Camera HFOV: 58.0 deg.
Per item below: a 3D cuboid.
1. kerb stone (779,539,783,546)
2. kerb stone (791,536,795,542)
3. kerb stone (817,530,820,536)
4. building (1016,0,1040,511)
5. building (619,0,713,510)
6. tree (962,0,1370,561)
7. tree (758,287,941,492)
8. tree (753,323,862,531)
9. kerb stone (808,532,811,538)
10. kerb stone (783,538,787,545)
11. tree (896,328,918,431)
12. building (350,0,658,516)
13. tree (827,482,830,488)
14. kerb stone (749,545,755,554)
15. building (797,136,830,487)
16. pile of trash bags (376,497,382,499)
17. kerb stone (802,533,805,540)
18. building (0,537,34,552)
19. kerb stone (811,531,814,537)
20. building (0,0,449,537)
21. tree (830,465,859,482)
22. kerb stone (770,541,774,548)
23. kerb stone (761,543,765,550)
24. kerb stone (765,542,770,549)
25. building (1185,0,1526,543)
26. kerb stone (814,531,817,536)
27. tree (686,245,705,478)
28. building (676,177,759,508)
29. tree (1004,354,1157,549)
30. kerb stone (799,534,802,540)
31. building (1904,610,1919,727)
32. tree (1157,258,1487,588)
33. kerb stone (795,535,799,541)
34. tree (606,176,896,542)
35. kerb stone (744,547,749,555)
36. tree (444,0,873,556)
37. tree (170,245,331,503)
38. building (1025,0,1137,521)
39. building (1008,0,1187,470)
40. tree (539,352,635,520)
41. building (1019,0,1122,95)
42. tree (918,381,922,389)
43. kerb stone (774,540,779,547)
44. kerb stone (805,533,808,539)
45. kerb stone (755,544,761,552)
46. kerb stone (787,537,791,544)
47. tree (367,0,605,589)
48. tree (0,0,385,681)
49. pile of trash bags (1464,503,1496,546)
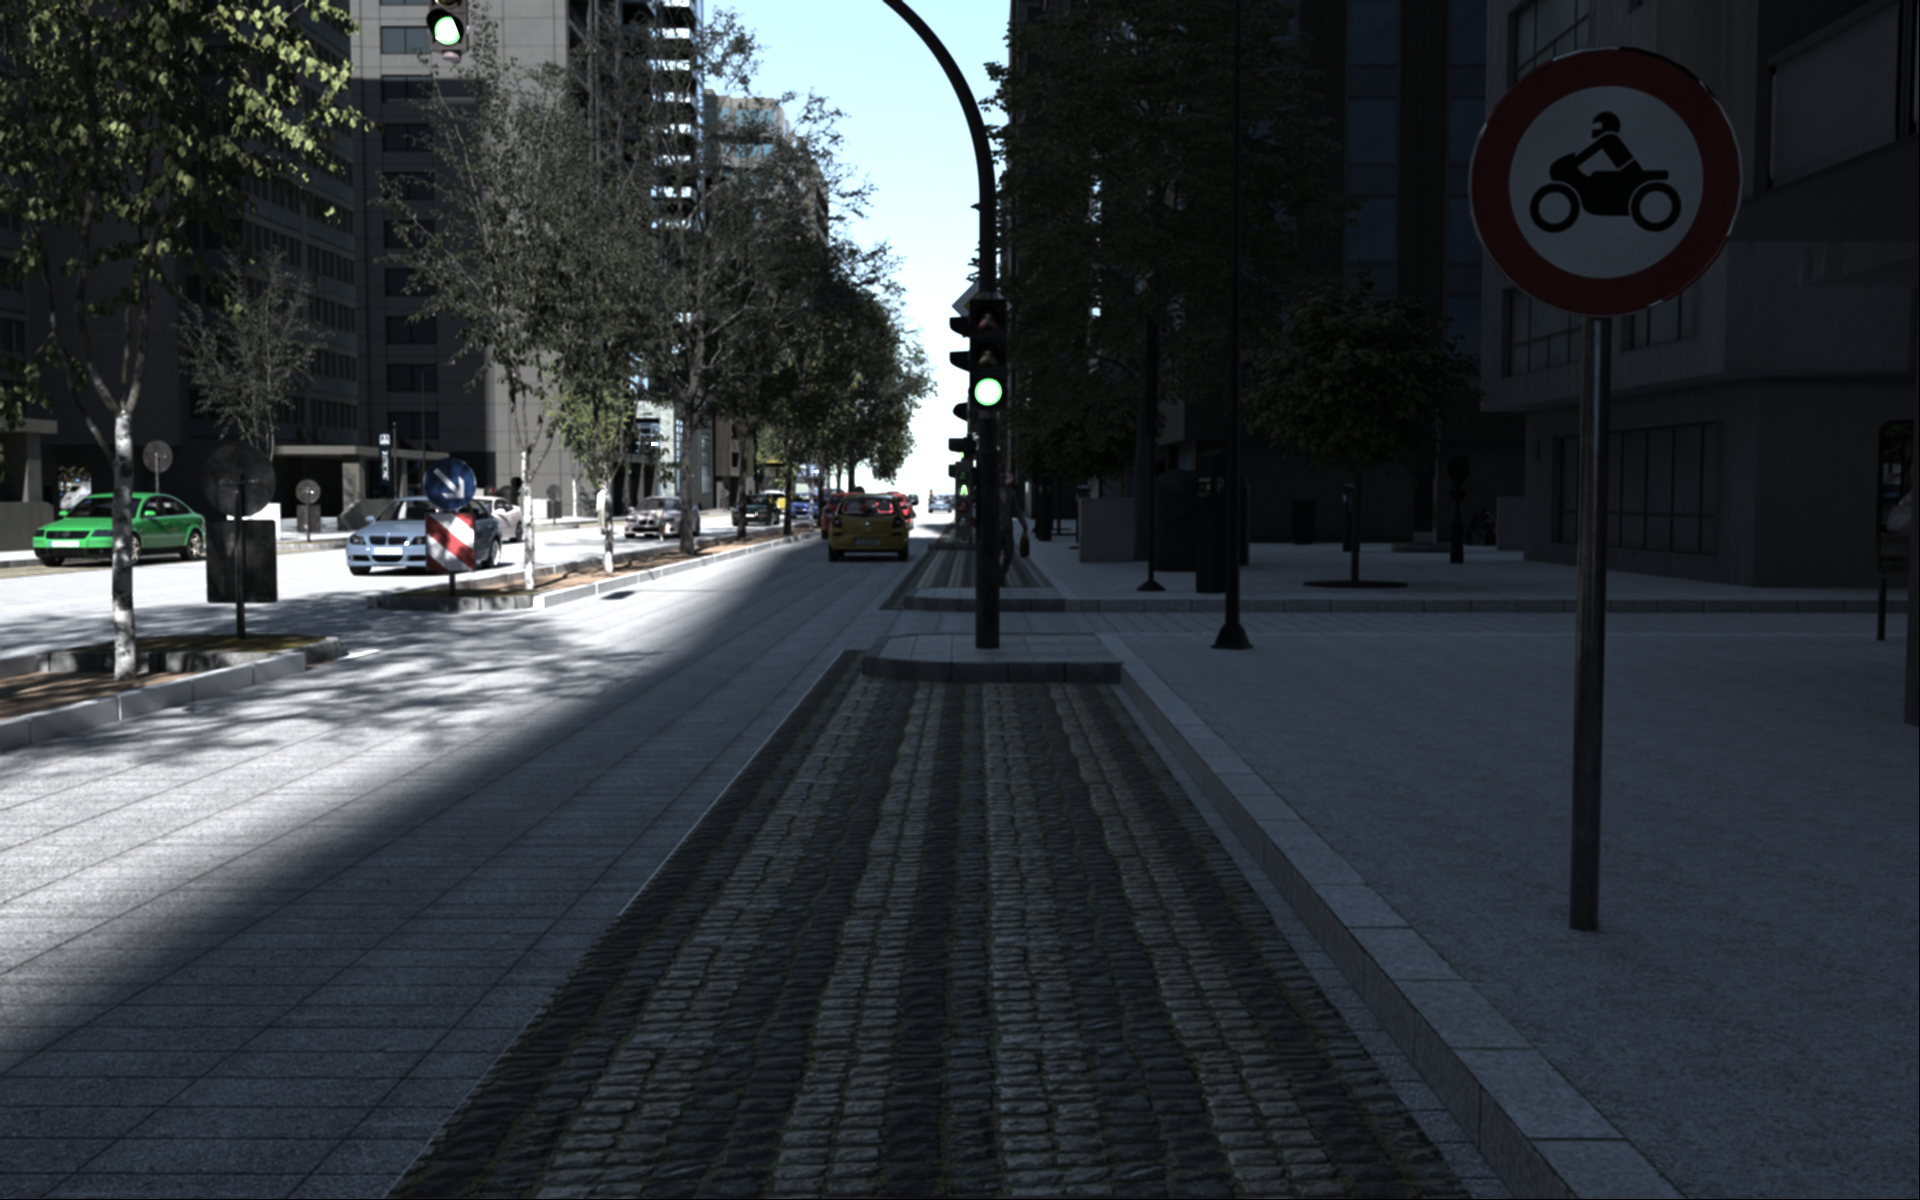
[{"bbox_3d":[-5.071,-1.571,47.876,0.120,0.150,1.000,0,4,0],"label":"kerb stone"},{"bbox_3d":[-5.049,-1.756,50.954,0.120,0.150,1.000,0,4,0],"label":"kerb stone"},{"bbox_3d":[-4.976,-2.261,59.158,0.120,0.150,1.000,0,4,0],"label":"kerb stone"},{"bbox_3d":[11.403,-27.667,135.945,14.154,41.232,14.086,0,4,0],"label":"building"},{"bbox_3d":[-30.779,-50.164,132.851,22.319,86.520,31.000,0,4,0],"label":"building"},{"bbox_3d":[3.950,-7.024,32.968,7.486,12.596,7.792,0,3,0],"label":"tree"},{"bbox_3d":[-5.852,-10.628,93.226,9.611,12.733,9.660,0,3,0],"label":"tree"},{"bbox_3d":[-5.692,-6.917,65.918,4.737,8.622,4.395,0,3,0],"label":"tree"},{"bbox_3d":[-5.004,-2.073,56.081,0.120,0.150,1.000,0,4,0],"label":"kerb stone"},{"bbox_3d":[-5.059,-1.628,48.909,0.120,0.150,1.000,0,4,0],"label":"kerb stone"},{"bbox_3d":[-6.037,-7.507,59.604,8.767,10.594,7.601,0,4,0],"label":"tree"},{"bbox_3d":[-30.092,-40.922,107.331,20.563,71.187,20.611,0,4,0],"label":"building"},{"bbox_3d":[-17.840,-14.448,230.828,1.663,3.219,1.824,0,3,0],"label":"tree"},{"bbox_3d":[-5.122,-1.188,41.723,0.120,0.150,1.000,0,4,0],"label":"kerb stone"},{"bbox_3d":[-29.433,-37.566,237.897,21.300,48.544,21.600,0,4,0],"label":"building"},{"bbox_3d":[-28.106,-4.646,85.719,1.912,1.369,3.447,1,4,9],"label":"pile of trash bags"},{"bbox_3d":[-5.009,-1.942,54.034,0.120,0.150,1.000,0,4,0],"label":"kerb stone"},{"bbox_3d":[-37.345,-20.940,34.250,32.217,40.220,23.993,0,4,0],"label":"building"},{"bbox_3d":[-4.996,-2.135,57.107,0.120,0.150,1.000,0,4,0],"label":"kerb stone"},{"bbox_3d":[-37.565,-22.893,66.186,32.217,40.220,23.993,0,4,0],"label":"building"},{"bbox_3d":[-18.127,-20.244,256.744,9.928,11.665,9.643,0,3,0],"label":"tree"},{"bbox_3d":[-5.094,-1.445,45.824,0.120,0.150,1.000,0,4,0],"label":"kerb stone"},{"bbox_3d":[-5.105,-1.320,43.772,0.120,0.150,1.000,0,4,0],"label":"kerb stone"},{"bbox_3d":[-5.098,-1.382,44.794,0.120,0.150,1.000,0,4,0],"label":"kerb stone"},{"bbox_3d":[12.789,-24.510,50.848,14.600,45.320,14.200,0,4,0],"label":"building"},{"bbox_3d":[-4.985,-2.198,58.136,0.120,0.150,1.000,0,4,0],"label":"kerb stone"},{"bbox_3d":[-6.380,-4.786,31.078,4.360,8.622,3.978,0,3,0],"label":"tree"},{"bbox_3d":[-26.552,-23.568,157.039,14.160,30.474,14.107,0,4,0],"label":"building"},{"bbox_3d":[3.274,-3.485,40.693,4.285,4.588,4.351,0,3,0],"label":"tree"},{"bbox_3d":[-5.030,-1.882,53.005,0.120,0.150,1.000,0,4,0],"label":"kerb stone"},{"bbox_3d":[10.570,-19.684,5.432,14.154,41.232,14.086,0,4,0],"label":"building"},{"bbox_3d":[5.577,-2.471,24.109,4.285,4.588,4.351,0,3,0],"label":"tree"},{"bbox_3d":[-5.033,-1.822,51.983,0.120,0.150,1.000,0,4,0],"label":"kerb stone"},{"bbox_3d":[-6.500,-6.956,50.600,8.767,10.594,7.601,0,4,0],"label":"tree"},{"bbox_3d":[-5.136,-1.131,40.701,0.120,0.150,1.000,0,4,0],"label":"kerb stone"},{"bbox_3d":[-6.439,-7.800,40.358,12.009,13.543,11.850,0,3,0],"label":"tree"},{"bbox_3d":[-20.456,-6.116,50.354,4.360,8.622,3.978,0,3,0],"label":"tree"},{"bbox_3d":[14.723,-46.939,80.118,22.319,86.520,31.000,0,4,0],"label":"building"},{"bbox_3d":[11.215,-30.601,150.443,14.600,45.320,14.200,0,4,0],"label":"building"},{"bbox_3d":[-19.085,-8.324,86.467,4.737,8.622,4.395,0,3,0],"label":"tree"},{"bbox_3d":[15.120,-28.115,114.299,22.147,44.769,28.867,0,4,0],"label":"building"},{"bbox_3d":[-6.056,-9.036,84.602,8.767,10.594,7.601,0,4,0],"label":"tree"},{"bbox_3d":[-5.076,-1.508,46.850,0.120,0.150,1.000,0,4,0],"label":"kerb stone"},{"bbox_3d":[-5.011,-2.010,55.056,0.120,0.150,1.000,0,4,0],"label":"kerb stone"},{"bbox_3d":[-5.108,-1.255,42.748,0.120,0.150,1.000,0,4,0],"label":"kerb stone"},{"bbox_3d":[-5.054,-1.696,49.930,0.120,0.150,1.000,0,4,0],"label":"kerb stone"},{"bbox_3d":[-6.441,-4.444,25.485,4.360,8.622,3.978,0,3,0],"label":"tree"},{"bbox_3d":[-6.425,-3.695,13.239,4.737,8.622,4.395,0,3,0],"label":"tree"},{"bbox_3d":[14.513,-2.057,43.385,3.447,1.369,1.912,-1,4,-20],"label":"pile of trash bags"}]
